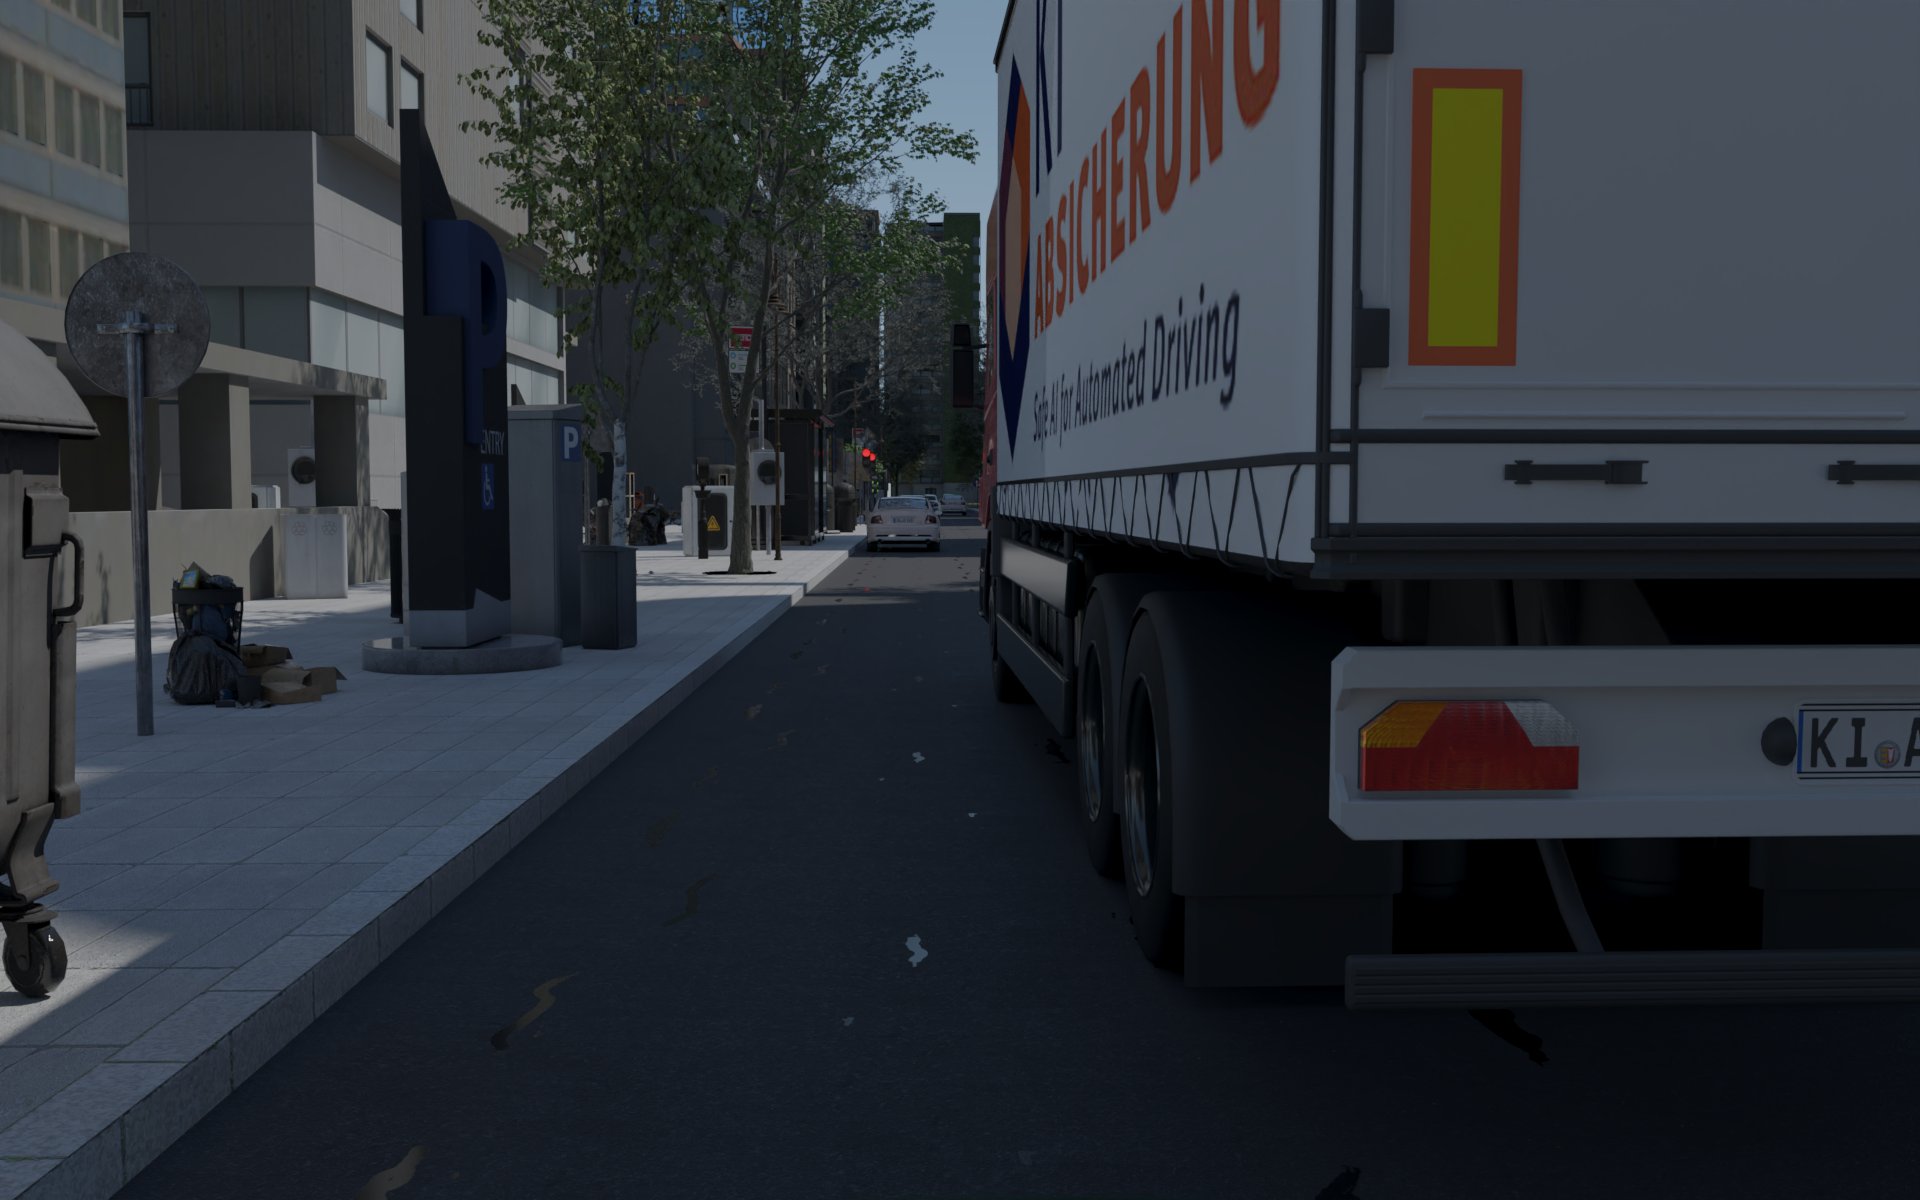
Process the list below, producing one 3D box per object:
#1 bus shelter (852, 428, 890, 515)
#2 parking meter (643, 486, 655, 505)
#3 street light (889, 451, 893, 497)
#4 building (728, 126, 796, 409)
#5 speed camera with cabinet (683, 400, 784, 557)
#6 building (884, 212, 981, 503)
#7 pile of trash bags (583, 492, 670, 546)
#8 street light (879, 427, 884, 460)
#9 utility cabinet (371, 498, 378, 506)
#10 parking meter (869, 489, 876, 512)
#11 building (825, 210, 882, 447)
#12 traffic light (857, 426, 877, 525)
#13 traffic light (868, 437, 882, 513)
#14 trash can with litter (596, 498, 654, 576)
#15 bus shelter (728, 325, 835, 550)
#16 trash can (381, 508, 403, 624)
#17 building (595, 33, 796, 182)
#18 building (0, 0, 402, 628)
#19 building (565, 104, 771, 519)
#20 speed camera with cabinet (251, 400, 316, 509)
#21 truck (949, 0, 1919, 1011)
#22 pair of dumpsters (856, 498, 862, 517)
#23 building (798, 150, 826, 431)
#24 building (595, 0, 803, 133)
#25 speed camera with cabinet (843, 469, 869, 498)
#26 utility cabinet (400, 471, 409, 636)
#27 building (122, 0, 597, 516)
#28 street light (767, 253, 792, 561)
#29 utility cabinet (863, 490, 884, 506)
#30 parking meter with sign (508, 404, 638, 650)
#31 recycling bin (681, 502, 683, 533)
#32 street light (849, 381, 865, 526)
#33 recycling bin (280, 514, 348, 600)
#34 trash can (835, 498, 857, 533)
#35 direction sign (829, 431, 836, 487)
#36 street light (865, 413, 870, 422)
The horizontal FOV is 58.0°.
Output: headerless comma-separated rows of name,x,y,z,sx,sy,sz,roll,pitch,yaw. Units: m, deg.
bus shelter,-5.554,-7.986,108.205,2.179,5.291,8.768,0,4,-1
parking meter,-9.761,-2.810,54.361,0.372,1.533,0.369,0,3,0
street light,-6.080,-10.995,152.563,0.468,5.910,1.993,0,4,-1
building,-23.588,-20.152,133.999,19.350,26.468,34.151,0,4,-1
speed camera with cabinet,-4.693,-2.543,35.913,2.038,3.252,0.660,-2,4,-27
building,-4.152,-34.837,253.175,14.086,41.232,14.154,0,4,-1
pile of trash bags,-7.786,-2.066,43.528,3.447,1.369,1.912,1,4,20
street light,-5.310,-8.791,116.527,0.468,5.910,1.993,0,4,-1
utility cabinet,-11.891,-1.410,34.213,0.306,1.237,1.020,1,4,14
parking meter,-4.376,-4.783,86.621,0.372,1.533,0.369,0,3,0
building,-26.106,-36.822,256.656,28.867,44.769,22.147,0,4,-1
traffic light,-3.850,-5.066,71.750,0.839,4.253,0.868,0,4,-1
traffic light,-4.029,-5.554,79.733,0.839,4.253,0.868,0,4,-1
trash can with litter,-5.651,-0.994,27.313,1.678,1.210,2.233,-1,4,-21
bus shelter,-4.486,-4.058,43.978,2.179,5.291,8.768,0,4,-1
trash can,-5.372,-0.344,17.279,0.748,1.137,0.748,0,3,0
building,-26.022,-31.417,168.290,22.147,44.769,28.867,0,4,-1
building,-24.623,-20.020,19.209,32.217,40.220,23.993,0,4,-1
building,-19.388,-17.291,101.778,14.314,24.678,30.058,0,4,-1
speed camera with cabinet,-13.289,-2.404,33.639,2.038,3.252,0.660,0,4,2
truck,1.549,-1.203,8.590,2.839,4.237,11.283,0,4,-3
pair of dumpsters,-6.196,-5.696,95.627,1.574,2.255,4.437,0,4,-1
building,-22.197,-31.008,190.577,14.154,41.232,14.086,0,4,-1
building,-31.147,-54.895,210.197,31.000,86.520,22.319,0,4,-1
speed camera with cabinet,-5.802,-5.973,91.995,2.038,3.252,0.660,2,4,32
utility cabinet,-4.443,-0.430,15.718,1.173,1.500,0.318,-3,5,-40
building,-25.714,-28.039,47.674,27.495,52.752,28.713,0,4,-1
street light,-3.520,-3.703,33.340,0.468,5.910,1.993,0,4,-1
utility cabinet,-4.941,-5.498,98.565,1.173,1.500,0.318,1,4,10
parking meter with sign,-3.567,-1.120,14.571,1.738,3.016,0.543,1,4,18
recycling bin,-8.829,-2.736,57.285,0.722,1.027,0.722,0,4,-5
street light,-4.195,-5.908,69.378,0.468,5.910,1.993,0,4,-1
recycling bin,-7.984,-0.541,21.396,0.722,1.027,0.722,-2,4,-25
trash can,-3.796,-2.826,57.851,0.748,1.137,0.748,0,3,0
direction sign,-4.623,-4.331,62.806,0.379,3.537,0.876,-1,4,-20
street light,-4.442,-6.588,80.493,0.468,5.910,1.993,0,4,-1
